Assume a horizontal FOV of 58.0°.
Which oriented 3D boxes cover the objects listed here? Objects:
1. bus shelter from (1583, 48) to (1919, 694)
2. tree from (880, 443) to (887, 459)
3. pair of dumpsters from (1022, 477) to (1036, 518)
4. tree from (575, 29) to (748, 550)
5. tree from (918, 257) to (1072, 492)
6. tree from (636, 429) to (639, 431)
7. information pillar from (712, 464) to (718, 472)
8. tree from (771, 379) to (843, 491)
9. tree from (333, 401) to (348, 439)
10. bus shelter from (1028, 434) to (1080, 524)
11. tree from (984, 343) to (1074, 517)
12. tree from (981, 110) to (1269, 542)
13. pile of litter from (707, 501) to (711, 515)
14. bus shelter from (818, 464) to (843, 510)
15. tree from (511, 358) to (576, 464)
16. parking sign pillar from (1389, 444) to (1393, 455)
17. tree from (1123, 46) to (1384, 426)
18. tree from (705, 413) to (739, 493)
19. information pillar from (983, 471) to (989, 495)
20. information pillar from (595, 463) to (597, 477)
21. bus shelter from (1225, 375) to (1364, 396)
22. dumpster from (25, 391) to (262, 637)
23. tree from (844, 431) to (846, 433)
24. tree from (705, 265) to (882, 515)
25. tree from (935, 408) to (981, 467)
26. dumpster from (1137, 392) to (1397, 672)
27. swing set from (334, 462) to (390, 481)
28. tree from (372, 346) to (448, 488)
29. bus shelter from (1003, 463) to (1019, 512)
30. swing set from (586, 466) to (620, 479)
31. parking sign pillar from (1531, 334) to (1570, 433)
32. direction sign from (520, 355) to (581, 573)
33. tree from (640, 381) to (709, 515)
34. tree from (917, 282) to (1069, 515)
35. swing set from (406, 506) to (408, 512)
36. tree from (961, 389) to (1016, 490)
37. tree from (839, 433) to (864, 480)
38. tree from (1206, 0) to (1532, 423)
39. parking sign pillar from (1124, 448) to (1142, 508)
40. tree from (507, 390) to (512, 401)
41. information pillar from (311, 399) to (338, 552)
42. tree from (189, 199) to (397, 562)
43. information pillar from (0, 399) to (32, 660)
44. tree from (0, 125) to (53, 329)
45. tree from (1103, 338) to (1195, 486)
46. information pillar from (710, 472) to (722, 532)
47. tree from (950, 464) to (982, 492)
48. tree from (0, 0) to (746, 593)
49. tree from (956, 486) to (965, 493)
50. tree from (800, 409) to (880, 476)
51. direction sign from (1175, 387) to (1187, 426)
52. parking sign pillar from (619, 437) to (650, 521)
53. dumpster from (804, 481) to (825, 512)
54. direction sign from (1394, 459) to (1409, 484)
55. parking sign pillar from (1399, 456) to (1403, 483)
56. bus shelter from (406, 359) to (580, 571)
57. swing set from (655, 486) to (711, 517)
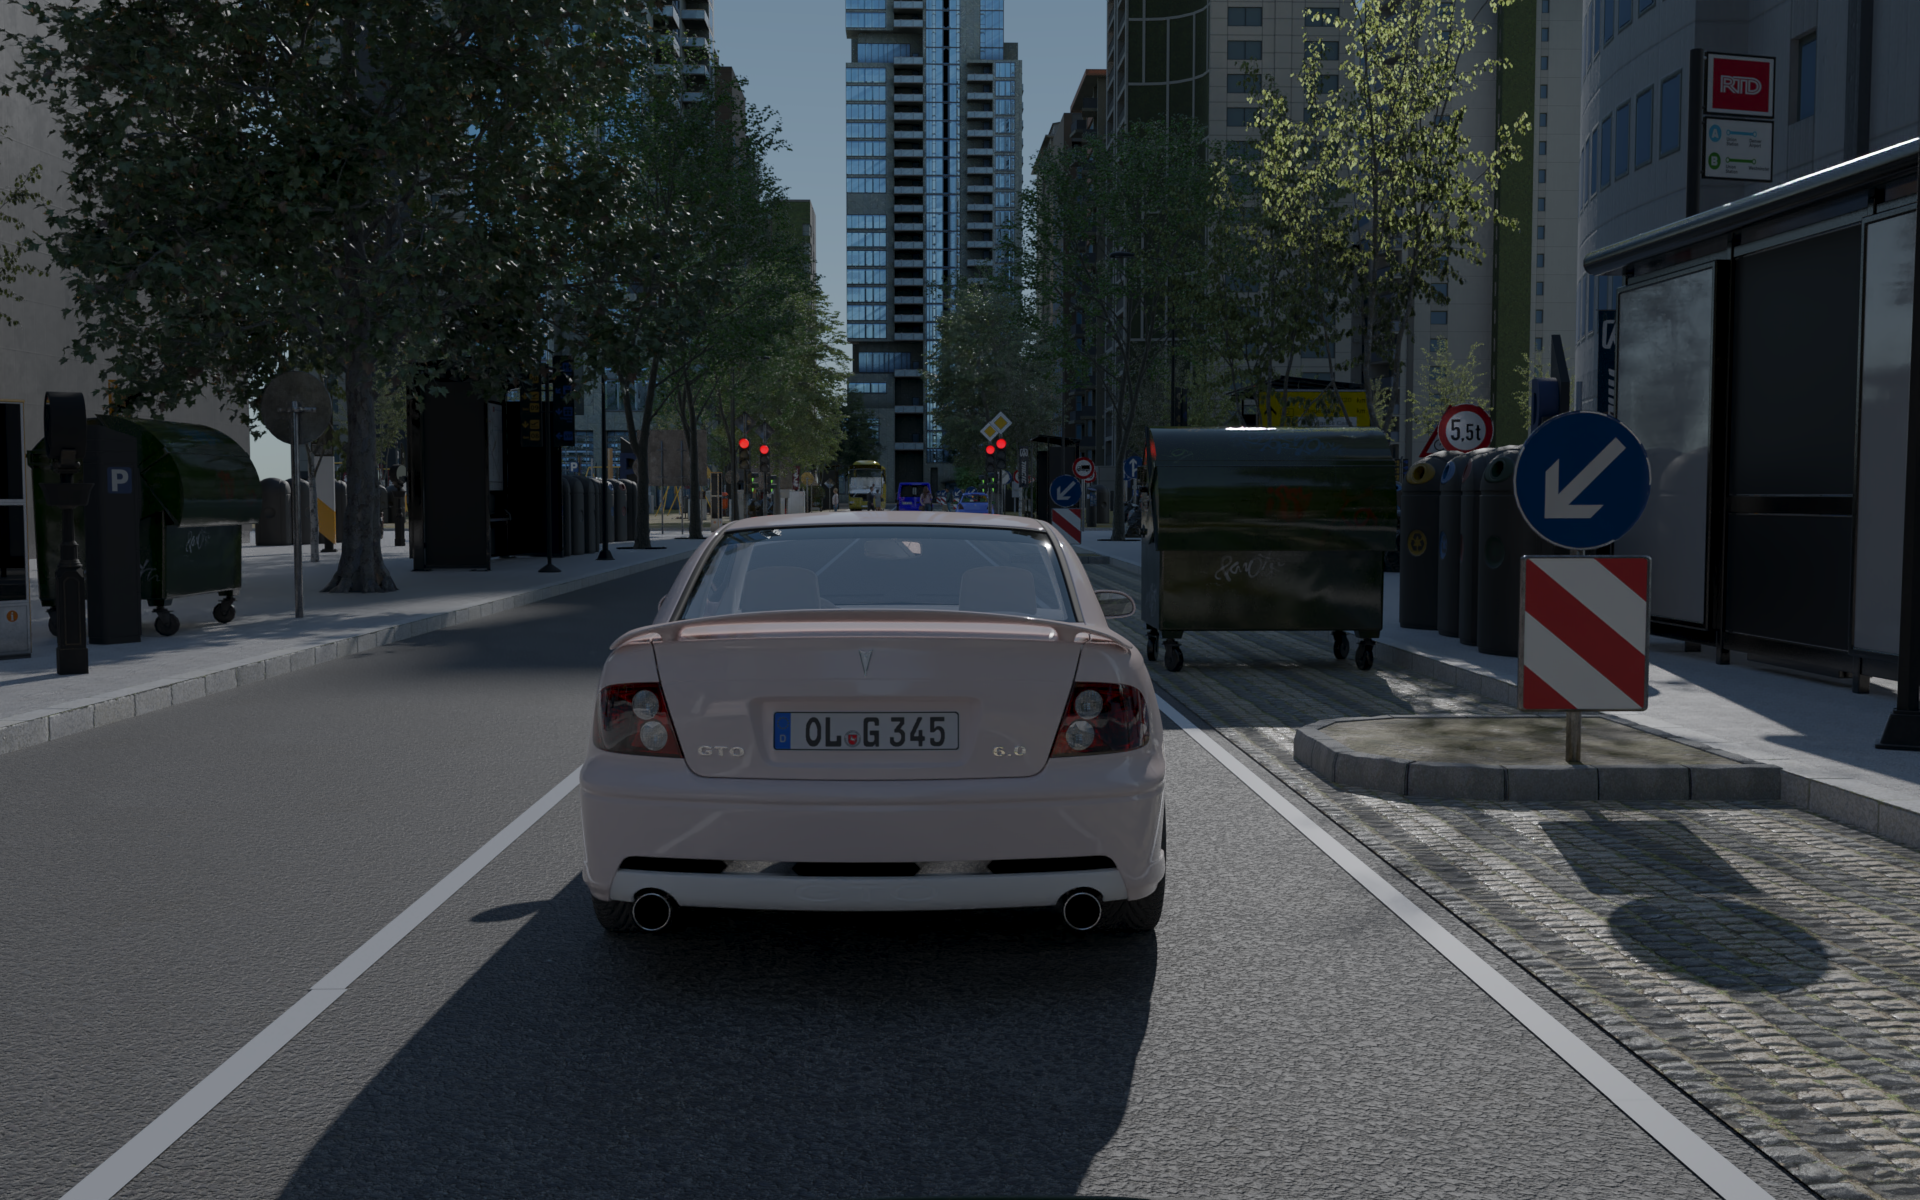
[{"bbox_3d":[6.481,-2.185,13.361,2.179,5.291,8.768,0,4,-2],"label":"bus shelter"},{"bbox_3d":[-12.832,-16.557,205.115,8.767,10.594,7.601,0,4,-1],"label":"tree"},{"bbox_3d":[4.256,-5.619,94.371,1.574,2.255,4.437,0,4,-2],"label":"pair of dumpsters"},{"bbox_3d":[-7.455,-6.979,39.870,9.928,11.665,9.643,0,3,0],"label":"tree"},{"bbox_3d":[2.816,-17.173,136.671,12.611,20.169,13.585,0,3,0],"label":"tree"},{"bbox_3d":[-22.252,-10.974,129.790,4.360,8.622,3.978,0,3,0],"label":"tree"},{"bbox_3d":[-18.831,-8.672,133.139,0.504,3.616,0.183,3,4,38],"label":"information pillar"},{"bbox_3d":[-10.137,-9.831,111.094,4.737,8.622,4.395,0,3,0],"label":"tree"},{"bbox_3d":[-30.212,-8.547,90.113,4.360,8.622,3.978,0,3,0],"label":"tree"},{"bbox_3d":[3.863,-4.892,71.262,1.731,3.624,6.357,0,4,-2],"label":"bus shelter"},{"bbox_3d":[3.178,-8.230,84.929,4.360,8.622,3.978,0,3,0],"label":"tree"},{"bbox_3d":[4.500,-7.413,46.961,9.928,11.665,9.643,0,3,0],"label":"tree"},{"bbox_3d":[-15.185,-5.563,104.916,1.719,0.858,1.176,0,4,8],"label":"pile of litter"},{"bbox_3d":[-10.336,-9.031,138.941,1.731,3.624,6.357,0,4,-2],"label":"bus shelter"},{"bbox_3d":[-21.656,-8.446,88.448,4.737,8.622,4.395,0,3,0],"label":"tree"},{"bbox_3d":[22.460,-6.379,92.761,1.447,3.967,1.447,1,4,10],"label":"parking sign pillar"},{"bbox_3d":[5.112,-4.807,28.950,4.737,8.622,4.395,0,3,0],"label":"tree"},{"bbox_3d":[-18.837,-11.440,137.403,4.737,8.622,4.395,0,3,0],"label":"tree"},{"bbox_3d":[1.974,-8.390,128.527,0.504,3.616,0.183,-1,4,-21],"label":"information pillar"},{"bbox_3d":[-27.115,-8.421,129.039,0.183,3.616,0.504,0,4,-1],"label":"information pillar"},{"bbox_3d":[7.121,-2.820,37.383,1.731,3.624,6.357,0,4,-1],"label":"bus shelter"},{"bbox_3d":[-7.671,-0.844,16.296,1.502,2.255,1.985,0,4,-2],"label":"dumpster"},{"bbox_3d":[-10.549,-11.010,130.372,4.737,8.622,4.395,0,3,0],"label":"tree"},{"bbox_3d":[-8.633,-10.087,83.041,7.486,12.596,7.792,0,3,0],"label":"tree"},{"bbox_3d":[1.170,-14.949,178.822,8.767,10.594,7.601,2,4,35],"label":"tree"},{"bbox_3d":[2.473,-0.573,14.324,1.985,2.255,1.502,0,4,-2],"label":"dumpster"},{"bbox_3d":[-30.332,-5.364,85.324,3.119,2.851,2.862,1,4,19],"label":"swing set"},{"bbox_3d":[-21.284,-7.267,69.172,4.360,8.622,3.978,0,3,0],"label":"tree"},{"bbox_3d":[3.361,-8.150,124.541,1.731,3.624,6.357,0,4,-2],"label":"bus shelter"},{"bbox_3d":[-19.847,-6.166,98.438,3.119,2.851,2.862,2,4,29],"label":"swing set"},{"bbox_3d":[9.796,-2.463,28.747,1.447,3.967,1.447,1,4,12],"label":"parking sign pillar"},{"bbox_3d":[-6.740,-2.223,28.344,0.876,3.537,0.379,0,4,-4],"label":"direction sign"},{"bbox_3d":[-17.558,-9.650,108.136,4.360,8.622,3.978,0,3,0],"label":"tree"},{"bbox_3d":[2.206,-12.046,103.604,9.857,13.997,8.962,0,3,0],"label":"tree"},{"bbox_3d":[-35.853,-6.643,106.228,3.119,2.851,2.862,-2,4,-35],"label":"swing set"},{"bbox_3d":[2.675,-10.057,114.801,4.737,8.622,4.395,0,3,0],"label":"tree"},{"bbox_3d":[-12.062,-15.166,198.318,4.360,8.622,3.978,0,3,0],"label":"tree"},{"bbox_3d":[5.151,-4.349,21.463,4.360,8.622,3.978,0,3,0],"label":"tree"},{"bbox_3d":[9.889,-6.648,97.168,1.447,3.967,1.447,1,4,20],"label":"parking sign pillar"},{"bbox_3d":[-26.738,-8.976,97.117,4.360,8.622,3.978,0,3,0],"label":"tree"},{"bbox_3d":[-14.023,-2.863,38.161,0.504,3.616,0.183,-1,4,-9],"label":"information pillar"},{"bbox_3d":[-12.246,-5.006,32.213,4.737,8.622,4.395,0,3,0],"label":"tree"},{"bbox_3d":[-7.466,-0.548,13.450,0.304,2.012,0.304,2,4,31],"label":"information pillar"},{"bbox_3d":[-15.202,-4.534,24.493,4.360,8.622,3.978,0,3,0],"label":"tree"},{"bbox_3d":[8.863,-7.973,80.726,4.360,8.622,3.978,0,3,0],"label":"tree"},{"bbox_3d":[-8.175,-3.280,58.120,0.304,2.012,0.304,1,4,16],"label":"information pillar"},{"bbox_3d":[0.787,-10.520,155.721,4.285,4.588,4.351,0,3,0],"label":"tree"},{"bbox_3d":[-7.891,-6.460,22.634,9.611,12.733,9.660,0,3,0],"label":"tree"},{"bbox_3d":[0.532,-11.993,190.691,1.663,3.219,1.824,0,3,0],"label":"tree"},{"bbox_3d":[-12.509,-14.544,172.208,7.601,10.594,8.767,0,4,4],"label":"tree"},{"bbox_3d":[4.718,-2.754,37.020,0.379,3.537,0.876,1,4,23],"label":"direction sign"},{"bbox_3d":[-15.434,-5.714,81.898,1.447,3.967,1.447,1,4,8],"label":"parking sign pillar"},{"bbox_3d":[-10.514,-7.501,125.130,1.502,2.255,1.985,0,4,-2],"label":"dumpster"},{"bbox_3d":[28.273,-7.280,111.022,0.876,3.537,0.379,1,4,21],"label":"direction sign"},{"bbox_3d":[30.961,-8.199,122.533,1.447,3.967,1.447,2,4,29],"label":"parking sign pillar"},{"bbox_3d":[-8.412,-2.476,31.767,1.731,3.624,6.357,0,4,-2],"label":"bus shelter"},{"bbox_3d":[-15.756,-6.229,99.472,2.862,2.851,3.119,0,4,4],"label":"swing set"}]
